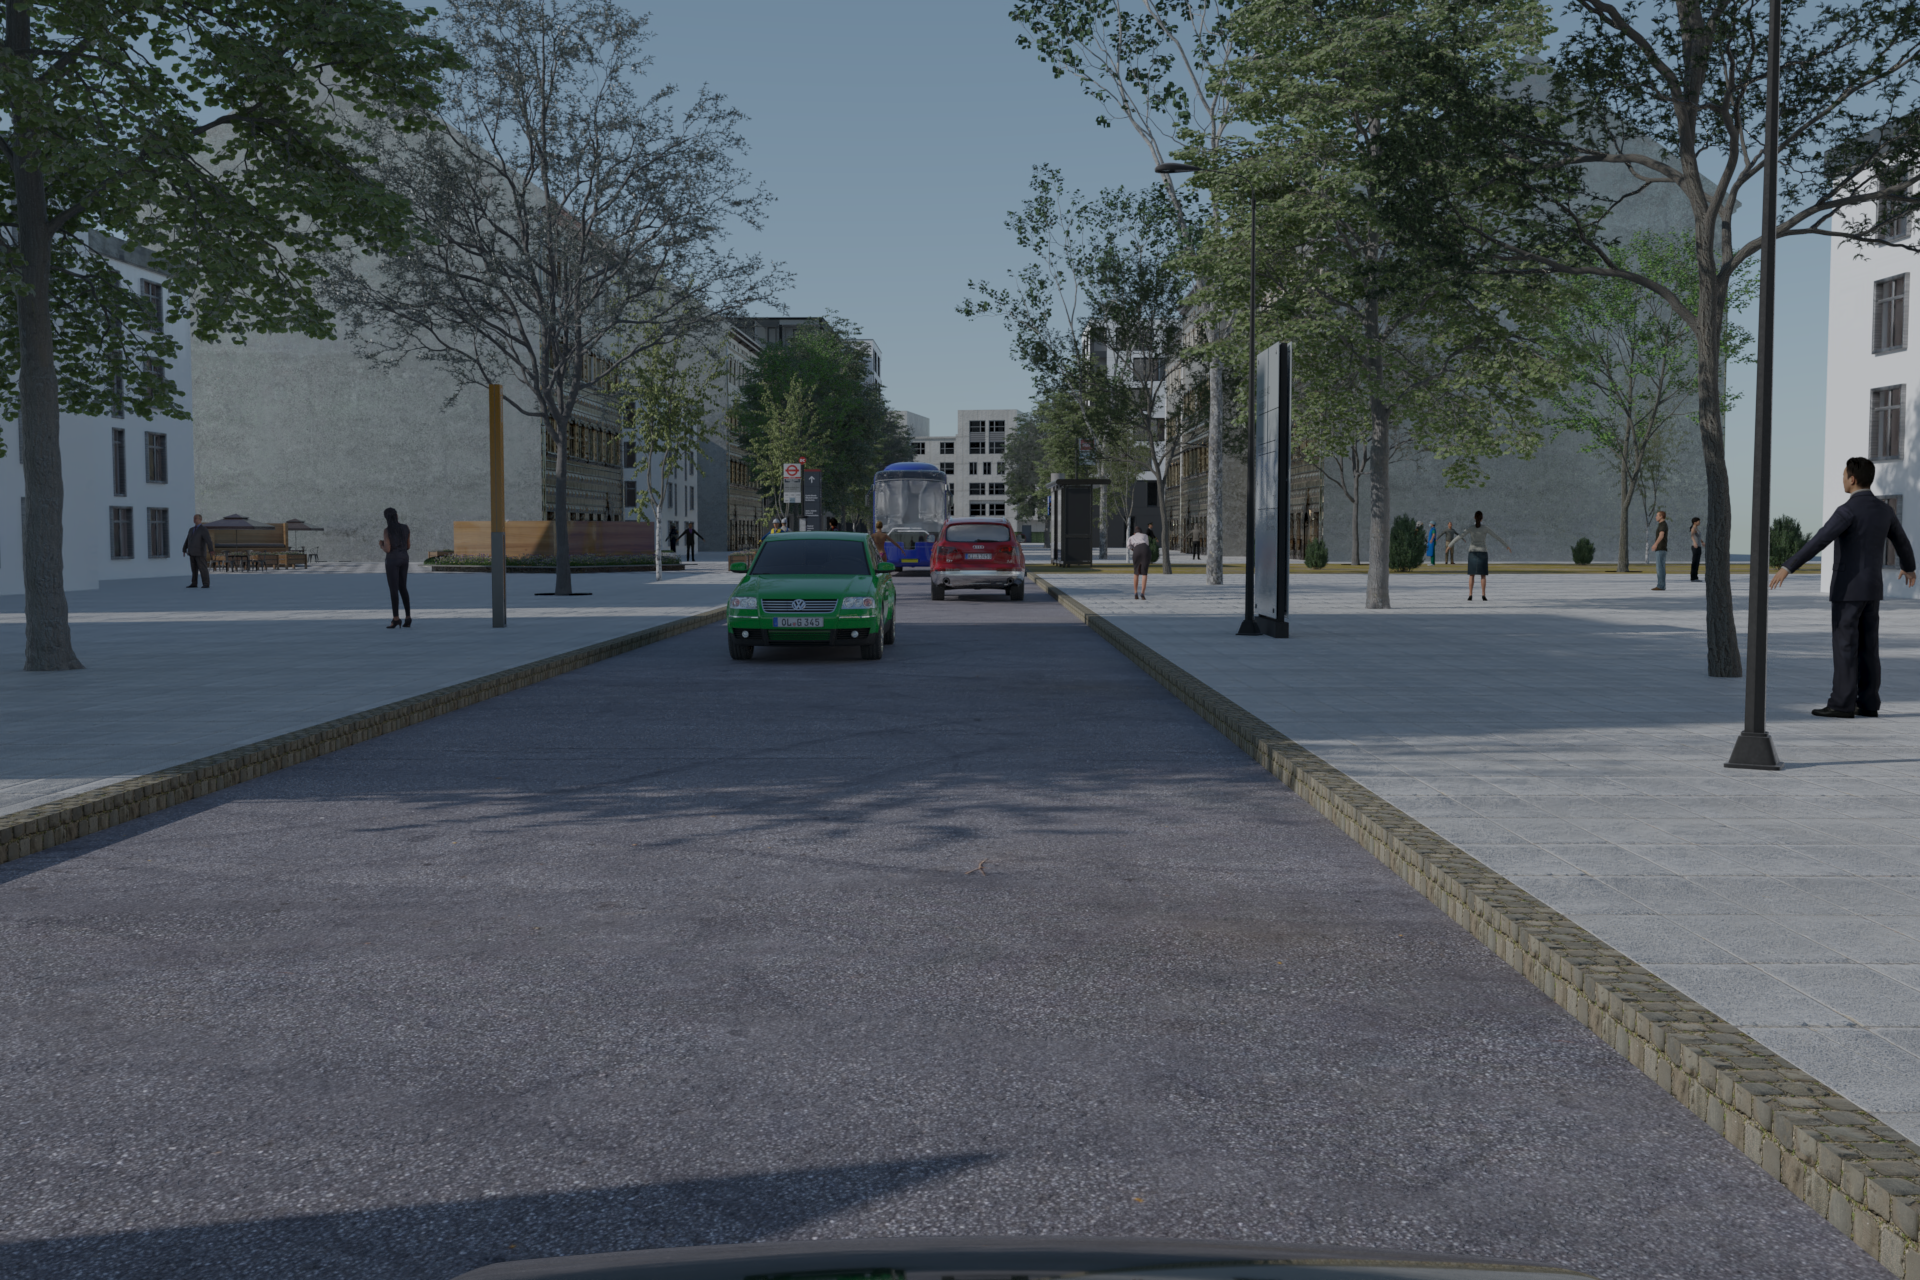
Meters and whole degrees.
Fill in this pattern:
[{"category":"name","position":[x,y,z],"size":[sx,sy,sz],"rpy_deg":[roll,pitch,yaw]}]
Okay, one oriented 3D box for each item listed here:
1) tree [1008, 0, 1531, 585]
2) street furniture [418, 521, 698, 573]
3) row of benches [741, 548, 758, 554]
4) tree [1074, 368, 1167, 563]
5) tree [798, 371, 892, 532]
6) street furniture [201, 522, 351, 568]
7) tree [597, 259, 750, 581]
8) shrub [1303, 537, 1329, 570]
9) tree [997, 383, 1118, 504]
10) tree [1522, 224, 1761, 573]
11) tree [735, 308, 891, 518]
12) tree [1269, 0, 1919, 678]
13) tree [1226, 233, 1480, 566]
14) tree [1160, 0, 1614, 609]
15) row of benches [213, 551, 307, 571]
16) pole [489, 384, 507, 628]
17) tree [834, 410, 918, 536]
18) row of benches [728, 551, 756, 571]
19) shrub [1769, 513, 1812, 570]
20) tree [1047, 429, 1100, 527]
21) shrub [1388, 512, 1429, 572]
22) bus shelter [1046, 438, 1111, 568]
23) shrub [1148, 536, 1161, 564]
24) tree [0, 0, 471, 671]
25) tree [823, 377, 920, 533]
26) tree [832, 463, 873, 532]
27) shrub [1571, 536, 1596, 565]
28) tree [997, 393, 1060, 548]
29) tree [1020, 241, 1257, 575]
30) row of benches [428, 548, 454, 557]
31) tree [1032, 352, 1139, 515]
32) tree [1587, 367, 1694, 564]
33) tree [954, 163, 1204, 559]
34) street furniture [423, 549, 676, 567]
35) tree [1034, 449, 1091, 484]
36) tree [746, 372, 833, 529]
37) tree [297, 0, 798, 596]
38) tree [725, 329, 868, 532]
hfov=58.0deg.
[{"category":"tree","position":[7.717,-11.417,42.561],"size":[12.611,20.169,13.585],"rpy_deg":[0,3,0]},{"category":"street furniture","position":[-14.121,-3.207,59.286],"size":[11.010,1.723,9.812],"rpy_deg":[2,4,31]},{"category":"row of benches","position":[-7.813,-3.551,73.529],"size":[1.422,0.672,4.104],"rpy_deg":[-3,5,-44]},{"category":"tree","position":[7.570,-7.731,76.767],"size":[4.360,8.622,3.978],"rpy_deg":[0,3,0]},{"category":"tree","position":[-8.071,-12.088,115.764],"size":[7.486,12.596,7.792],"rpy_deg":[0,3,0]},{"category":"street furniture","position":[-30.571,-3.822,69.338],"size":[11.010,1.723,9.812],"rpy_deg":[-2,4,-25]},{"category":"tree","position":[-8.121,-5.937,47.436],"size":[4.737,8.622,4.395],"rpy_deg":[0,3,0]},{"category":"shrub","position":[12.888,-3.151,62.639],"size":[1.383,1.207,1.383],"rpy_deg":[0,3,0]},{"category":"tree","position":[7.891,-13.879,137.286],"size":[12.009,13.543,11.850],"rpy_deg":[0,3,0]},{"category":"tree","position":[22.444,-8.076,57.798],"size":[9.928,11.665,9.643],"rpy_deg":[0,3,0]},{"category":"tree","position":[-8.653,-11.761,98.945],"size":[9.857,13.997,8.962],"rpy_deg":[0,3,0]},{"category":"tree","position":[6.624,-4.960,15.502],"size":[7.601,10.594,8.767],"rpy_deg":[2,4,35]},{"category":"tree","position":[16.138,-9.813,70.807],"size":[12.009,13.543,11.850],"rpy_deg":[0,3,0]},{"category":"tree","position":[6.889,-6.827,29.741],"size":[7.486,12.596,7.792],"rpy_deg":[0,3,0]},{"category":"row of benches","position":[-25.004,-2.856,62.162],"size":[1.422,0.672,4.104],"rpy_deg":[1,4,21]},{"category":"pole","position":[-6.325,-1.826,23.694],"size":[0.158,3.312,0.155],"rpy_deg":[0,3,0]},{"category":"tree","position":[-8.145,-15.208,155.310],"size":[9.857,13.997,8.962],"rpy_deg":[0,3,0]},{"category":"row of benches","position":[-7.711,-2.808,61.370],"size":[1.422,0.672,4.104],"rpy_deg":[0,4,-2]},{"category":"shrub","position":[29.148,-3.471,61.172],"size":[1.690,2.028,1.600],"rpy_deg":[0,3,0]},{"category":"tree","position":[7.683,-10.219,117.448],"size":[4.737,8.622,4.395],"rpy_deg":[0,3,0]},{"category":"shrub","position":[14.985,-3.310,58.535],"size":[1.690,2.028,1.600],"rpy_deg":[0,3,0]},{"category":"bus shelter","position":[4.646,-5.648,69.968],"size":[2.179,5.291,8.768],"rpy_deg":[0,4,-1]},{"category":"shrub","position":[8.126,-3.860,74.222],"size":[1.383,1.207,1.383],"rpy_deg":[0,3,0]},{"category":"tree","position":[-8.442,-5.963,15.627],"size":[7.486,12.596,7.792],"rpy_deg":[0,3,0]},{"category":"tree","position":[-7.902,-13.794,135.904],"size":[12.009,13.543,11.850],"rpy_deg":[0,3,0]},{"category":"tree","position":[-7.535,-10.662,124.681],"size":[4.360,8.622,3.978],"rpy_deg":[0,3,0]},{"category":"shrub","position":[25.547,-3.661,70.978],"size":[1.383,1.207,1.383],"rpy_deg":[0,3,0]},{"category":"tree","position":[7.988,-15.304,156.882],"size":[9.857,13.997,8.962],"rpy_deg":[0,3,0]},{"category":"tree","position":[6.414,-7.375,55.000],"size":[8.767,10.594,7.601],"rpy_deg":[-2,4,-35]},{"category":"row of benches","position":[-21.125,-3.647,75.095],"size":[1.422,0.672,4.104],"rpy_deg":[3,4,38]},{"category":"tree","position":[8.059,-11.645,108.520],"size":[7.486,12.596,7.792],"rpy_deg":[0,3,0]},{"category":"tree","position":[29.650,-7.563,74.012],"size":[4.360,8.622,3.978],"rpy_deg":[0,3,0]},{"category":"tree","position":[6.478,-14.257,88.993],"size":[12.611,20.169,13.585],"rpy_deg":[0,3,0]},{"category":"street furniture","position":[-16.239,-3.336,70.171],"size":[10.072,0.657,5.734],"rpy_deg":[0,4,1]},{"category":"tree","position":[7.179,-10.859,127.903],"size":[4.360,8.622,3.978],"rpy_deg":[0,3,0]},{"category":"tree","position":[-7.965,-7.897,79.484],"size":[4.737,8.622,4.395],"rpy_deg":[0,3,0]},{"category":"tree","position":[-8.383,-7.683,35.994],"size":[12.009,13.543,11.850],"rpy_deg":[0,3,0]},{"category":"tree","position":[-8.198,-9.886,87.386],"size":[9.928,11.665,9.643],"rpy_deg":[0,3,0]}]
